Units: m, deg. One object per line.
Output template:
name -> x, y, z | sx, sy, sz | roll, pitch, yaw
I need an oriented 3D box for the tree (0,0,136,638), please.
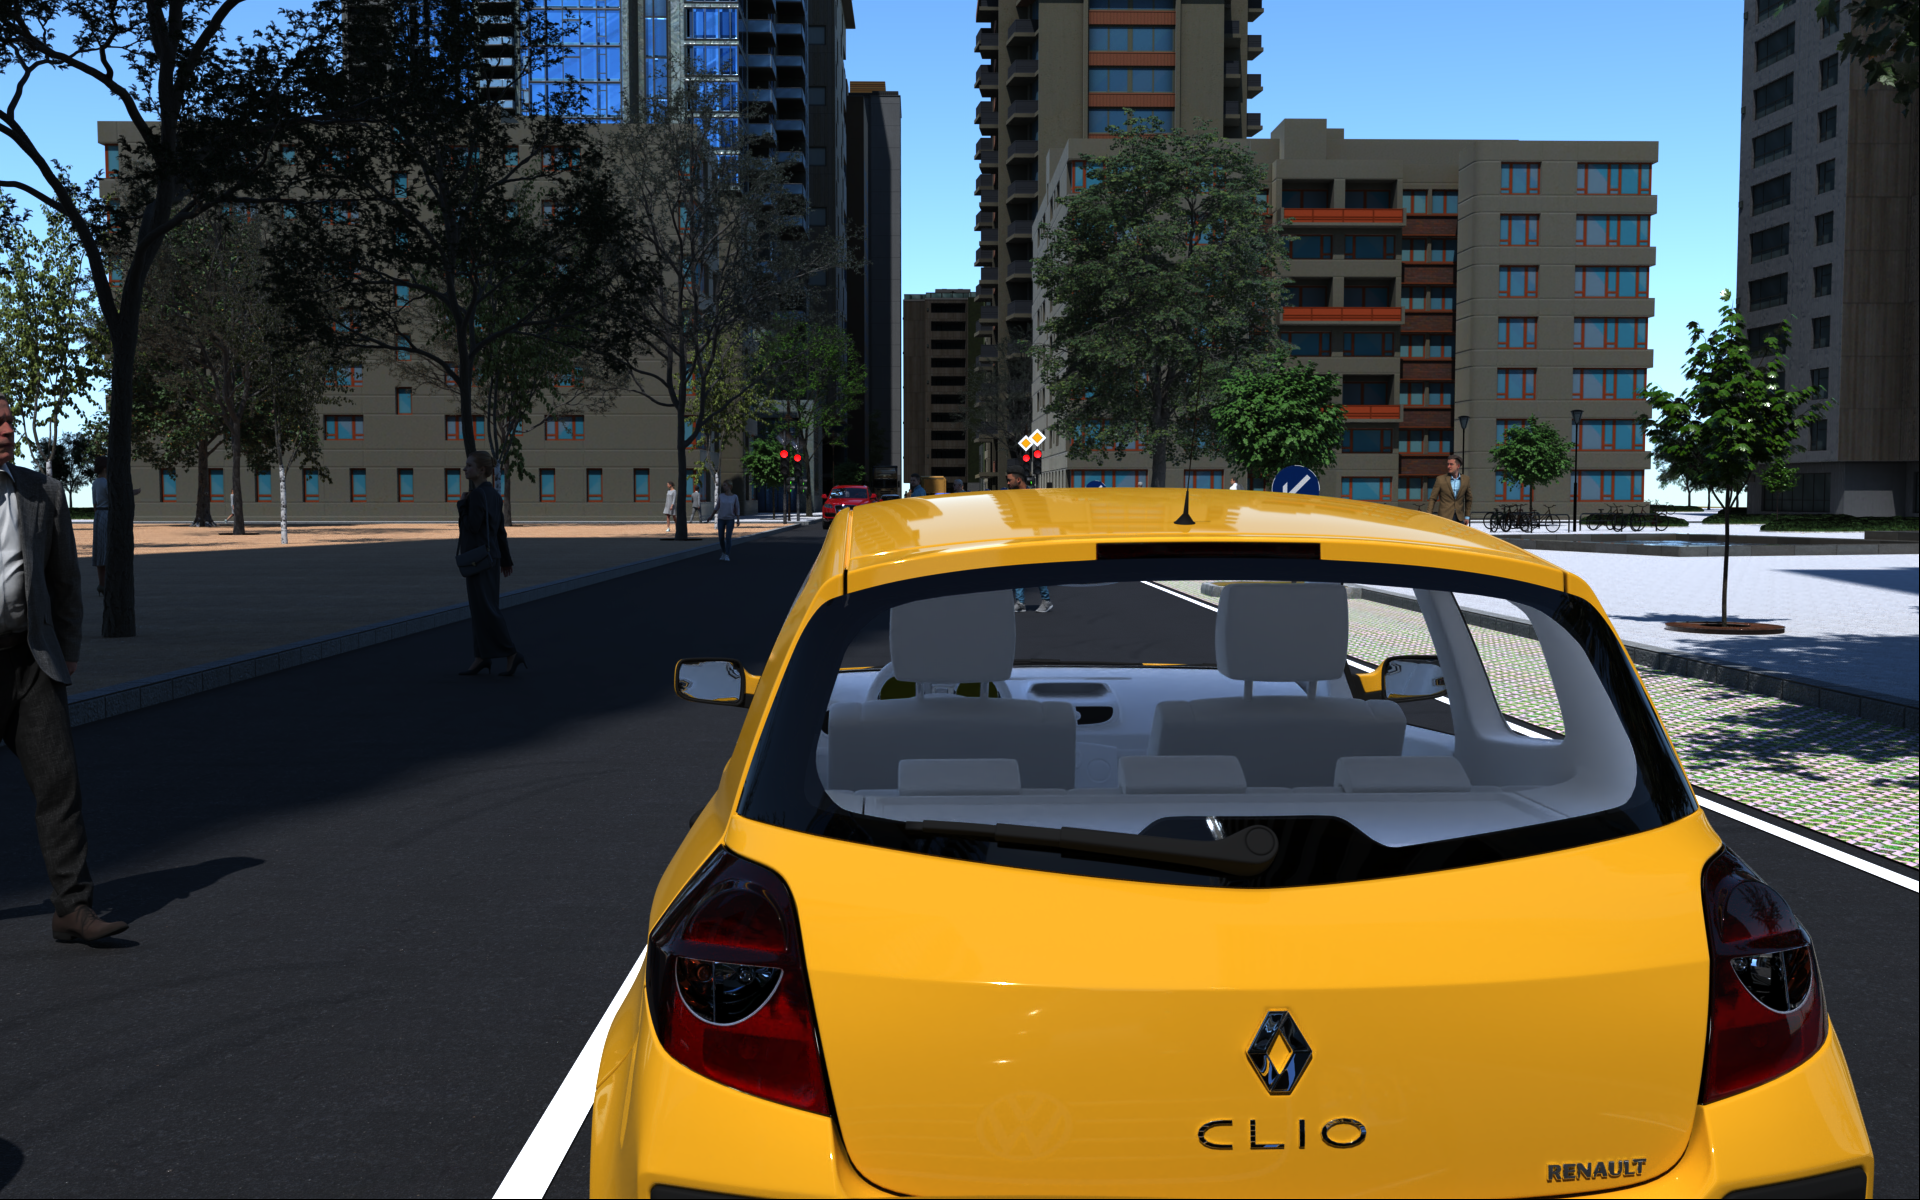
tree -> -7.492, -4.925, 14.939 | 8.767, 10.594, 7.601 | -1, 4, -17

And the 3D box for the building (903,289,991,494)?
building -> -1.172, -29.083, 247.211 | 14.107, 30.474, 14.160 | 0, 4, -1

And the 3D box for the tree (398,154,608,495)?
tree -> -9.760, -5.318, 37.317 | 4.737, 8.622, 4.395 | 0, 3, 0

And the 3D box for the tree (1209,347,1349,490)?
tree -> 7.195, -3.370, 38.811 | 4.285, 4.588, 4.351 | 0, 3, 0

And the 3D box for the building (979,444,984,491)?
building -> 14.100, -55.283, 216.547 | 22.319, 86.520, 31.000 | 0, 4, -1

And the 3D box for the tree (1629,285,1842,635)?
tree -> 7.087, -1.326, 16.280 | 1.663, 3.219, 1.824 | 0, 3, 0

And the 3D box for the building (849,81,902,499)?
building -> -22.531, -43.323, 250.323 | 28.212, 58.520, 21.231 | 0, 4, -1

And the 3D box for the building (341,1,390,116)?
building -> -74.974, -49.553, 248.438 | 20.611, 71.187, 20.563 | 0, 4, -1

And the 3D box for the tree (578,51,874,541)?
tree -> -7.578, -8.391, 47.563 | 12.009, 13.543, 11.850 | 0, 3, 0

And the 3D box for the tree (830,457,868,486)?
tree -> -9.766, -10.297, 152.072 | 4.285, 4.588, 4.351 | 0, 3, 0

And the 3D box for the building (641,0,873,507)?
building -> -26.949, -55.526, 220.513 | 31.000, 86.520, 22.319 | 0, 4, -1

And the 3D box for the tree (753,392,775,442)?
tree -> -14.072, -10.012, 114.061 | 4.360, 8.622, 3.978 | 0, 3, 0

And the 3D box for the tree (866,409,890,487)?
tree -> -12.120, -17.629, 206.356 | 7.486, 12.596, 7.792 | 0, 3, 0

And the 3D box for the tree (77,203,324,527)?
tree -> -29.594, -9.216, 67.695 | 9.611, 12.733, 9.660 | 0, 3, 0

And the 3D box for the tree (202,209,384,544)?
tree -> -17.181, -5.750, 44.370 | 4.360, 8.622, 3.978 | 0, 3, 0

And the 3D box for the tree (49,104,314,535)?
tree -> -22.806, -8.796, 54.191 | 12.009, 13.543, 11.850 | 0, 3, 0

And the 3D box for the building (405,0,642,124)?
building -> -57.920, -55.426, 218.883 | 31.000, 86.520, 22.319 | 0, 4, -1

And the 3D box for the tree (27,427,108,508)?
tree -> -65.158, -10.684, 137.585 | 11.467, 7.101, 20.602 | -1, 4, -11

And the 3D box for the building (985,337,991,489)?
building -> 16.818, -20.092, 173.550 | 27.650, 21.520, 28.899 | 0, 4, -1

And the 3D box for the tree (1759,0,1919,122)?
tree -> 8.009, -5.453, 6.166 | 9.611, 12.733, 9.660 | 0, 3, 0

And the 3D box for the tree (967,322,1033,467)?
tree -> 4.358, -12.999, 122.902 | 12.009, 13.543, 11.850 | 0, 3, 0

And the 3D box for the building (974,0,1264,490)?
building -> 12.403, -29.850, 142.671 | 22.147, 44.769, 28.867 | 0, 4, -1

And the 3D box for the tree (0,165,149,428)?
tree -> -20.749, -5.444, 39.376 | 4.737, 8.622, 4.395 | 0, 3, 0

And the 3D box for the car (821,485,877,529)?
car -> -4.553, -3.870, 71.948 | 2.281, 1.827, 5.304 | 0, 4, 1

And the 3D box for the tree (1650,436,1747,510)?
tree -> 59.356, -10.478, 134.218 | 11.467, 7.101, 20.602 | 0, 4, -5

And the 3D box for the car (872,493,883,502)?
car -> -5.721, -5.866, 104.948 | 2.155, 1.783, 4.494 | 0, 4, -1

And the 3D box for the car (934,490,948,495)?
car -> -0.975, -5.812, 104.616 | 1.945, 1.707, 3.694 | 0, 4, -3

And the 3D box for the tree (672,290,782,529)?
tree -> -8.779, -6.895, 63.096 | 4.737, 8.622, 4.395 | 0, 3, 0

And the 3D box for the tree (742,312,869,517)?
tree -> -8.704, -10.525, 97.839 | 9.928, 11.665, 9.643 | 0, 3, 0

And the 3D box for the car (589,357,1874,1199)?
car -> 0.296, 0.386, 3.920 | 2.015, 1.641, 3.980 | 0, 4, -2

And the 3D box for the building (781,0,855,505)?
building -> -24.983, -35.518, 169.950 | 28.713, 52.752, 27.495 | 0, 4, -1

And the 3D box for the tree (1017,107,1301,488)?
tree -> 6.835, -9.285, 58.464 | 9.857, 13.997, 8.962 | 0, 3, 0

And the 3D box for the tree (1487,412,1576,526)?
tree -> 22.974, -5.261, 69.725 | 4.285, 4.588, 4.351 | 0, 3, 0

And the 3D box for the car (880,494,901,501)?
car -> -4.893, -6.741, 122.216 | 2.014, 1.417, 4.499 | 0, 4, -3

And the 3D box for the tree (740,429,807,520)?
tree -> -9.430, -6.340, 87.379 | 4.285, 4.588, 4.351 | 0, 3, 0

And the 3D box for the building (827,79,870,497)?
building -> -17.237, -33.092, 191.165 | 14.600, 45.320, 14.200 | 0, 4, -1
